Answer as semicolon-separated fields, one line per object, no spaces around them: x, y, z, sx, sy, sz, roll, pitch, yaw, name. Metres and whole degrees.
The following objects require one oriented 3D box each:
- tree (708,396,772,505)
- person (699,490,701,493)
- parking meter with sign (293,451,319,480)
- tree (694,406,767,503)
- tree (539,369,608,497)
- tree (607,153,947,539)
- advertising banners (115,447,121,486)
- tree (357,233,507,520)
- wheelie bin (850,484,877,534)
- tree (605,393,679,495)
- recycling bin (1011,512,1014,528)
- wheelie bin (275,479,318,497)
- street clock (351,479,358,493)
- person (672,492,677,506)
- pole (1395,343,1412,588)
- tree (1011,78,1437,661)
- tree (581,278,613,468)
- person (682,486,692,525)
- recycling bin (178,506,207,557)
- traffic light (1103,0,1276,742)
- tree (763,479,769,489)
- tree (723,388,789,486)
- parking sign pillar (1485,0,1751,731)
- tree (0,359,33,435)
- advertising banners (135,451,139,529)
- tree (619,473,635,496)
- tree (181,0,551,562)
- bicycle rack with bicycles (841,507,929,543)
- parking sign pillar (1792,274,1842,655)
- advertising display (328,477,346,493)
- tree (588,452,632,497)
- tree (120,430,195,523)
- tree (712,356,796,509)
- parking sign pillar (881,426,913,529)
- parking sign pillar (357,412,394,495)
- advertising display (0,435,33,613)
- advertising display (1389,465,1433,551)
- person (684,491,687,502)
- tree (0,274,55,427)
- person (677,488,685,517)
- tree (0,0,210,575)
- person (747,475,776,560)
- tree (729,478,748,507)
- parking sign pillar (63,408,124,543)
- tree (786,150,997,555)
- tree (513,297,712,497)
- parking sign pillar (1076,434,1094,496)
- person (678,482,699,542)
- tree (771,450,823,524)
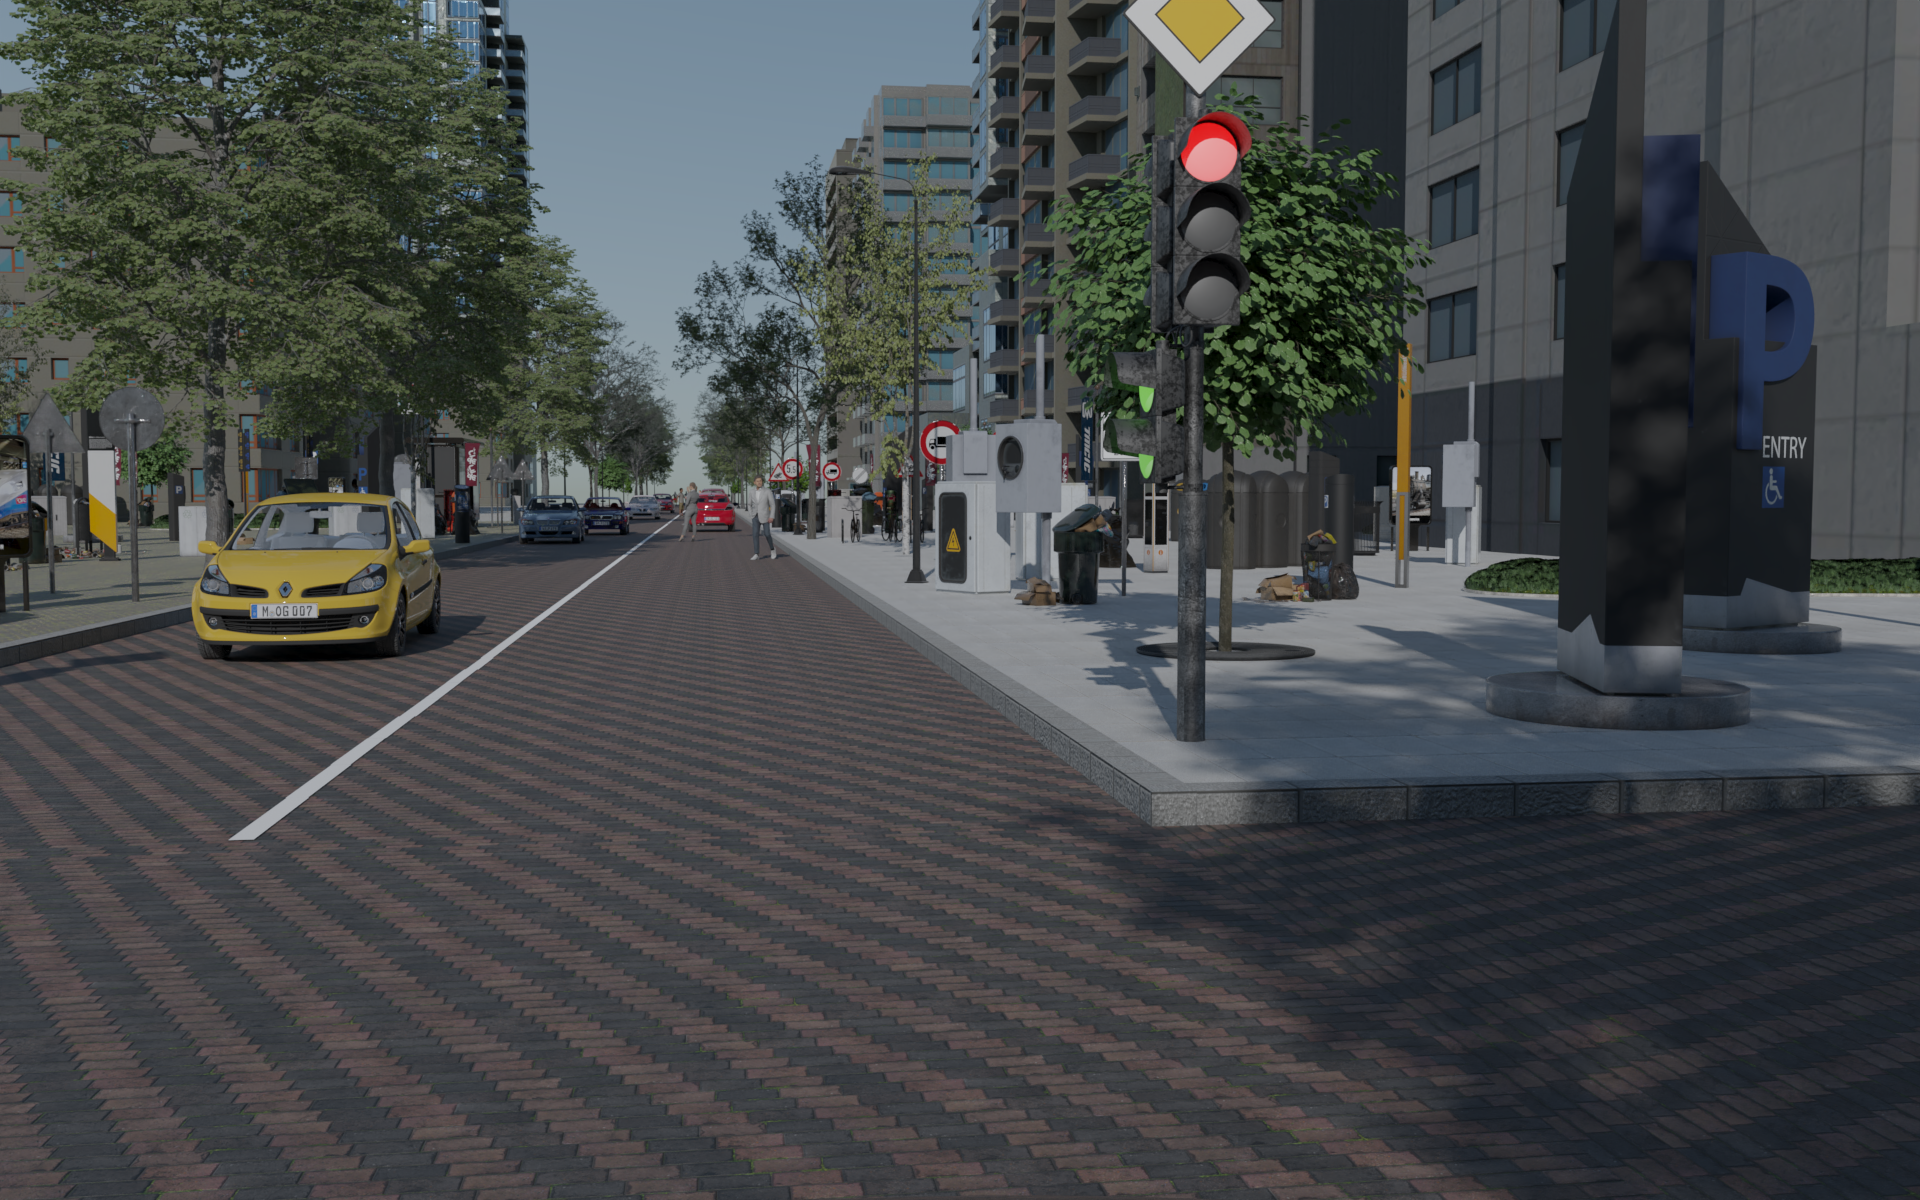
-25.564;-17.203;199.398;7.486;12.596;7.792;0;3;0;tree
-22.485;-8.584;149.373;0.617;1.759;0.750;2;4;30;person
-25.917;-4.398;68.170;0.543;3.016;1.738;1;4;10;parking meter with sign
-30.493;-19.898;231.993;9.857;13.997;8.962;0;3;0;tree
-25.464;-11.364;120.214;8.767;10.594;7.601;0;4;8;tree
-4.289;-6.978;48.496;8.767;10.594;7.601;1;4;8;tree
-27.407;-3.620;55.379;2.074;3.025;0.090;2;4;31;advertising banners
-14.307;-5.844;45.908;4.360;8.622;3.978;0;3;0;tree
-3.120;-2.918;55.616;0.980;1.594;0.693;1;4;23;wheelie bin
-39.413;-18.755;213.298;9.857;13.997;8.962;0;3;0;tree
1.618;-3.301;66.530;0.722;1.027;0.722;-1;4;-21;recycling bin
-13.528;-1.681;35.389;0.693;1.594;0.980;3;5;42;wheelie bin
-28.206;-4.677;81.032;0.471;2.002;0.358;2;4;29;street clock
-35.097;-12.484;213.348;1.217;1.736;0.721;-1;4;-15;person
6.047;-1.820;23.601;0.158;3.312;0.155;0;3;0;pole
2.058;-1.844;13.868;4.285;4.588;4.351;0;3;0;tree
-18.662;-9.664;76.136;7.486;12.596;7.792;0;3;0;tree
-12.657;-4.408;80.750;0.526;1.800;0.537;-2;4;-31;person
-15.667;-1.420;35.774;0.722;1.027;0.722;-1;4;-11;recycling bin
1.184;-1.223;8.909;0.839;4.253;0.868;-1;4;-8;traffic light
-10.249;-6.261;96.973;1.663;3.219;1.824;0;3;0;tree
-12.442;-9.564;106.730;4.360;8.622;3.978;0;3;0;tree
3.818;-1.316;9.983;1.447;3.967;1.447;1;4;8;parking sign pillar
-42.813;-7.620;74.957;4.737;8.622;4.395;0;3;0;tree
-30.660;-4.177;64.487;0.090;3.025;2.074;-2;4;-26;advertising banners
-29.720;-9.831;155.334;1.663;3.219;1.824;0;3;0;tree
-12.542;-7.390;38.958;7.486;12.596;7.792;0;3;0;tree
-2.110;-2.000;46.089;2.852;0.926;2.925;0;4;-3;bicycle rack with bicycles
6.592;-1.587;14.421;1.447;3.967;1.447;-3;4;-36;parking sign pillar
-23.994;-3.764;66.747;0.974;1.923;0.123;3;4;37;advertising display
-27.430;-9.305;135.857;4.285;4.588;4.351;0;3;0;tree
-33.786;-5.421;72.347;4.285;4.588;4.351;0;3;0;tree
-18.946;-14.635;149.644;12.009;13.543;11.850;0;3;0;tree
-2.169;-4.601;63.700;1.447;3.967;1.447;-2;4;-24;parking sign pillar
-18.921;-4.139;56.146;1.447;3.967;1.447;1;4;21;parking sign pillar
-10.497;-0.819;18.612;0.123;1.923;0.974;3;4;37;advertising display
10.120;-2.061;38.918;0.974;1.923;0.123;-1;4;-9;advertising display
-36.324;-13.530;229.804;1.350;1.814;0.705;-3;4;-38;person
-32.295;-6.534;57.198;4.360;8.622;3.978;0;3;0;tree
-17.382;-6.099;108.213;0.705;1.824;1.348;1;4;23;person
-11.728;-6.708;27.798;7.486;12.596;7.792;0;3;0;tree
-4.333;-1.807;37.890;0.661;1.843;0.795;1;4;17;person
-22.604;-11.212;177.919;1.663;3.219;1.824;0;3;0;tree
-23.115;-3.524;46.082;1.447;3.967;1.447;-2;4;-26;parking sign pillar
-1.388;-5.268;36.492;4.737;8.622;4.395;0;3;0;tree
-22.647;-12.048;107.347;12.009;13.543;11.850;0;3;0;tree
5.664;-5.511;78.581;1.447;3.967;1.447;2;4;24;parking sign pillar
-8.184;-2.656;52.197;0.573;1.790;0.520;1;4;16;person
-7.024;-4.928;75.178;1.663;3.219;1.824;0;3;0;tree
